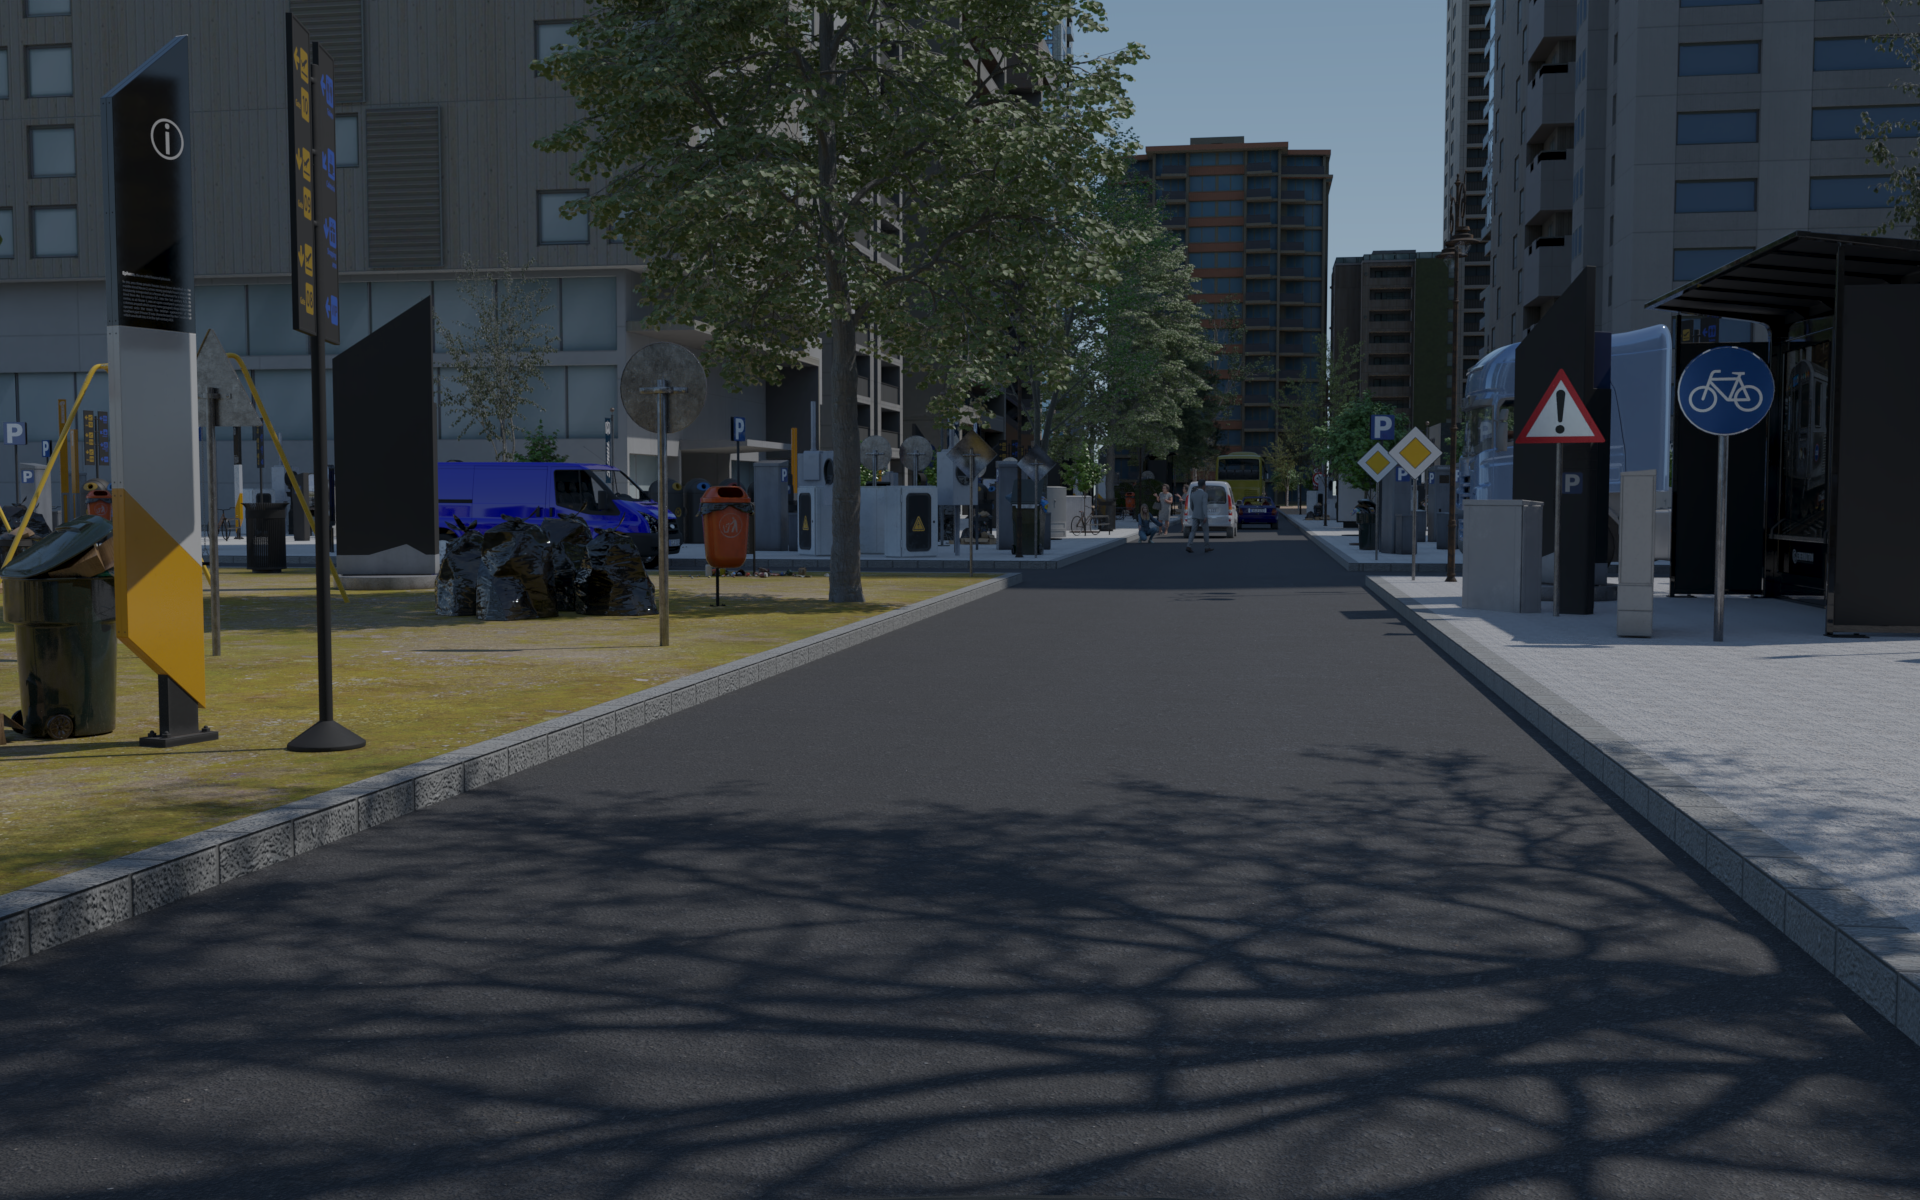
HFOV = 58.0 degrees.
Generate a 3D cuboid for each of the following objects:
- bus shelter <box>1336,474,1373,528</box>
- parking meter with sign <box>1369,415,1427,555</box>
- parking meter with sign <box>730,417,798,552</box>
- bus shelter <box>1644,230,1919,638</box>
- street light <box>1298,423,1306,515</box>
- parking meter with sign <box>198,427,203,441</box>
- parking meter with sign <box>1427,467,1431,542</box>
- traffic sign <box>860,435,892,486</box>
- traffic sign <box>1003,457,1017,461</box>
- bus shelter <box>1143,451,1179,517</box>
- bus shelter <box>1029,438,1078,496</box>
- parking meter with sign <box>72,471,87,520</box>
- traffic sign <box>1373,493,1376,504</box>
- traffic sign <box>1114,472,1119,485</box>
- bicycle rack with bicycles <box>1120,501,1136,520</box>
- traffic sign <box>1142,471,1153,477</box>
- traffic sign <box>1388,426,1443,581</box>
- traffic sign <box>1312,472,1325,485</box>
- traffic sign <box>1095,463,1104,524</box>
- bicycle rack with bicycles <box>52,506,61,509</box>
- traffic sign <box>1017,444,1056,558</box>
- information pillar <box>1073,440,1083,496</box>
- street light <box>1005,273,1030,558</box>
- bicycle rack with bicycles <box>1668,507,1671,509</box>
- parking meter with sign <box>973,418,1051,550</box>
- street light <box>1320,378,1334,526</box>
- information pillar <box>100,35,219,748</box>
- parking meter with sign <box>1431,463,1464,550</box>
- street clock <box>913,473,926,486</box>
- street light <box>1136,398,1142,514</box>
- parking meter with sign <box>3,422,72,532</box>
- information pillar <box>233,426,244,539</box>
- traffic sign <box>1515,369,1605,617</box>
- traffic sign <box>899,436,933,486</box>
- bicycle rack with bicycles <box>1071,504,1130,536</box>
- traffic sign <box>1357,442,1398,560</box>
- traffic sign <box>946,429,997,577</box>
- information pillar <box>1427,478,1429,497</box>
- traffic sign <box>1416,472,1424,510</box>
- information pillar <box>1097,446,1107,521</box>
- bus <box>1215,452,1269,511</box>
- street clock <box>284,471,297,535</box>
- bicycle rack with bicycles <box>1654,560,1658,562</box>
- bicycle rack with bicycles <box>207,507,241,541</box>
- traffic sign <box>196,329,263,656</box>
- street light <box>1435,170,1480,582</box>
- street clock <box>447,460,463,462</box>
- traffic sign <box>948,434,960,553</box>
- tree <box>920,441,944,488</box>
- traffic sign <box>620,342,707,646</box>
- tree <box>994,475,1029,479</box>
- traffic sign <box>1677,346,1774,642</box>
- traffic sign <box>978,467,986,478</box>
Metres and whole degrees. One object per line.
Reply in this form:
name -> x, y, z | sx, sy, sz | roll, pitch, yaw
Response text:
bus shelter -> 14.624, -4.226, 63.025 | 2.014, 3.302, 5.546 | 1, 4, 10
parking meter with sign -> 9.395, -2.512, 37.340 | 0.543, 3.016, 1.738 | 0, 4, -8
parking meter with sign -> -4.250, -2.611, 38.955 | 1.738, 3.016, 0.543 | 1, 4, 21
bus shelter -> 8.806, -1.657, 18.382 | 1.731, 3.624, 6.357 | 1, 4, 10
street light -> 21.092, -8.217, 107.129 | 0.468, 5.910, 1.993 | 1, 4, 10
parking meter with sign -> -17.590, -2.649, 39.567 | 0.543, 3.016, 1.738 | -2, 4, -25
parking meter with sign -> 12.887, -3.060, 46.284 | 1.738, 3.016, 0.543 | -1, 4, -12
traffic sign -> -1.852, -2.289, 37.530 | 0.768, 2.556, 0.104 | 1, 4, 16
traffic sign -> 1.721, -3.662, 59.974 | 0.768, 2.556, 0.104 | 1, 4, 19
bus shelter -> 11.422, -6.539, 98.197 | 1.731, 3.624, 6.357 | 1, 4, 10
bus shelter -> 4.174, -5.063, 74.059 | 1.731, 3.624, 6.357 | 1, 4, 9
parking meter with sign -> -28.929, -3.689, 56.581 | 0.543, 3.016, 1.738 | 3, 4, 39
traffic sign -> 11.735, -2.991, 49.013 | 0.768, 2.556, 0.104 | 1, 4, 18
traffic sign -> 7.178, -4.849, 81.407 | 0.606, 2.300, 0.079 | 1, 4, 13
bicycle rack with bicycles -> 7.379, -4.424, 85.716 | 2.925, 0.926, 2.852 | 1, 4, 23
traffic sign -> 10.247, -5.785, 94.684 | 0.768, 2.556, 0.104 | 1, 4, 12
traffic sign -> 6.723, -1.345, 25.635 | 0.795, 2.450, 0.064 | 1, 4, 10
traffic sign -> 20.770, -6.122, 100.205 | 0.768, 2.556, 0.104 | 1, 4, 10
traffic sign -> 5.576, -4.333, 70.947 | 0.768, 2.556, 0.104 | 1, 4, 15
bicycle rack with bicycles -> -52.989, -5.197, 98.350 | 2.925, 0.926, 2.852 | -1, 4, -17
traffic sign -> 1.523, -1.896, 34.642 | 0.795, 2.450, 0.064 | 1, 4, 10
information pillar -> 4.790, -4.819, 70.143 | 0.504, 3.616, 0.183 | -3, 5, -43
street light -> 1.200, -3.797, 34.872 | 0.468, 5.910, 1.993 | 1, 4, 10
bicycle rack with bicycles -> 18.628, -2.050, 46.906 | 2.925, 0.926, 2.852 | 2, 4, 35
parking meter with sign -> 1.208, -2.663, 39.806 | 1.738, 3.016, 0.543 | -1, 4, -8
street light -> 14.660, -5.903, 69.301 | 0.468, 5.910, 1.993 | 1, 4, 10
information pillar -> -4.059, -1.064, 8.748 | 0.183, 3.616, 0.504 | 2, 4, 24
parking meter with sign -> 11.798, -2.702, 40.433 | 1.738, 3.016, 0.543 | -3, 5, -41
street clock -> -1.399, -3.411, 60.334 | 0.358, 2.002, 0.471 | -3, 4, -37
street light -> 7.539, -6.086, 72.292 | 0.468, 5.910, 1.993 | 1, 4, 10
parking meter with sign -> -22.832, -2.849, 42.849 | 0.543, 3.016, 1.738 | 0, 4, 3
information pillar -> -20.449, -3.529, 49.058 | 0.183, 3.616, 0.504 | -3, 4, -38
traffic sign -> 6.252, -1.106, 18.089 | 0.884, 2.594, 0.081 | 1, 4, 17
traffic sign -> -0.973, -2.303, 37.756 | 0.768, 2.556, 0.104 | 1, 4, 15
bicycle rack with bicycles -> 3.287, -2.474, 53.828 | 2.852, 0.926, 2.925 | 2, 4, 31
traffic sign -> 8.069, -1.827, 33.507 | 0.795, 2.450, 0.064 | 1, 4, 10
traffic sign -> 0.177, -1.415, 26.771 | 0.795, 2.450, 0.064 | 1, 4, 10
information pillar -> 21.176, -4.505, 78.152 | 0.304, 2.012, 0.304 | 1, 4, 22
traffic sign -> 17.377, -3.906, 65.989 | 0.606, 2.300, 0.079 | 1, 4, 15
information pillar -> 6.423, -5.298, 77.977 | 0.504, 3.616, 0.183 | -2, 4, -31
bus -> 16.362, -6.666, 100.533 | 2.896, 3.916, 12.252 | 1, 4, 11
street clock -> -21.104, -3.066, 54.703 | 0.358, 2.002, 0.471 | 0, 4, 7
bicycle rack with bicycles -> 12.142, -1.228, 33.461 | 2.925, 0.926, 2.852 | 2, 4, 30
bicycle rack with bicycles -> -21.042, -2.085, 47.476 | 2.852, 0.926, 2.925 | -1, 4, -11
traffic sign -> -5.897, -0.835, 13.664 | 0.884, 2.594, 0.081 | 1, 4, 14
street light -> 7.180, -3.203, 25.153 | 0.468, 5.910, 1.993 | 1, 4, 10
street clock -> -10.689, -1.966, 36.714 | 0.471, 2.002, 0.358 | 1, 4, 19
traffic sign -> -0.102, -2.313, 37.825 | 0.884, 2.594, 0.081 | 1, 4, 19
tree -> -0.553, -4.115, 61.879 | 1.663, 3.219, 1.824 | 0, 3, 0
traffic sign -> -2.497, -0.883, 14.543 | 0.768, 2.556, 0.104 | 1, 4, 11
tree -> 2.574, -5.424, 83.289 | 1.663, 3.219, 1.824 | 0, 3, 0
traffic sign -> 6.605, -0.911, 15.008 | 0.768, 2.556, 0.104 | 1, 4, 17
traffic sign -> 0.466, -3.389, 55.518 | 0.768, 2.556, 0.104 | 1, 4, 17
